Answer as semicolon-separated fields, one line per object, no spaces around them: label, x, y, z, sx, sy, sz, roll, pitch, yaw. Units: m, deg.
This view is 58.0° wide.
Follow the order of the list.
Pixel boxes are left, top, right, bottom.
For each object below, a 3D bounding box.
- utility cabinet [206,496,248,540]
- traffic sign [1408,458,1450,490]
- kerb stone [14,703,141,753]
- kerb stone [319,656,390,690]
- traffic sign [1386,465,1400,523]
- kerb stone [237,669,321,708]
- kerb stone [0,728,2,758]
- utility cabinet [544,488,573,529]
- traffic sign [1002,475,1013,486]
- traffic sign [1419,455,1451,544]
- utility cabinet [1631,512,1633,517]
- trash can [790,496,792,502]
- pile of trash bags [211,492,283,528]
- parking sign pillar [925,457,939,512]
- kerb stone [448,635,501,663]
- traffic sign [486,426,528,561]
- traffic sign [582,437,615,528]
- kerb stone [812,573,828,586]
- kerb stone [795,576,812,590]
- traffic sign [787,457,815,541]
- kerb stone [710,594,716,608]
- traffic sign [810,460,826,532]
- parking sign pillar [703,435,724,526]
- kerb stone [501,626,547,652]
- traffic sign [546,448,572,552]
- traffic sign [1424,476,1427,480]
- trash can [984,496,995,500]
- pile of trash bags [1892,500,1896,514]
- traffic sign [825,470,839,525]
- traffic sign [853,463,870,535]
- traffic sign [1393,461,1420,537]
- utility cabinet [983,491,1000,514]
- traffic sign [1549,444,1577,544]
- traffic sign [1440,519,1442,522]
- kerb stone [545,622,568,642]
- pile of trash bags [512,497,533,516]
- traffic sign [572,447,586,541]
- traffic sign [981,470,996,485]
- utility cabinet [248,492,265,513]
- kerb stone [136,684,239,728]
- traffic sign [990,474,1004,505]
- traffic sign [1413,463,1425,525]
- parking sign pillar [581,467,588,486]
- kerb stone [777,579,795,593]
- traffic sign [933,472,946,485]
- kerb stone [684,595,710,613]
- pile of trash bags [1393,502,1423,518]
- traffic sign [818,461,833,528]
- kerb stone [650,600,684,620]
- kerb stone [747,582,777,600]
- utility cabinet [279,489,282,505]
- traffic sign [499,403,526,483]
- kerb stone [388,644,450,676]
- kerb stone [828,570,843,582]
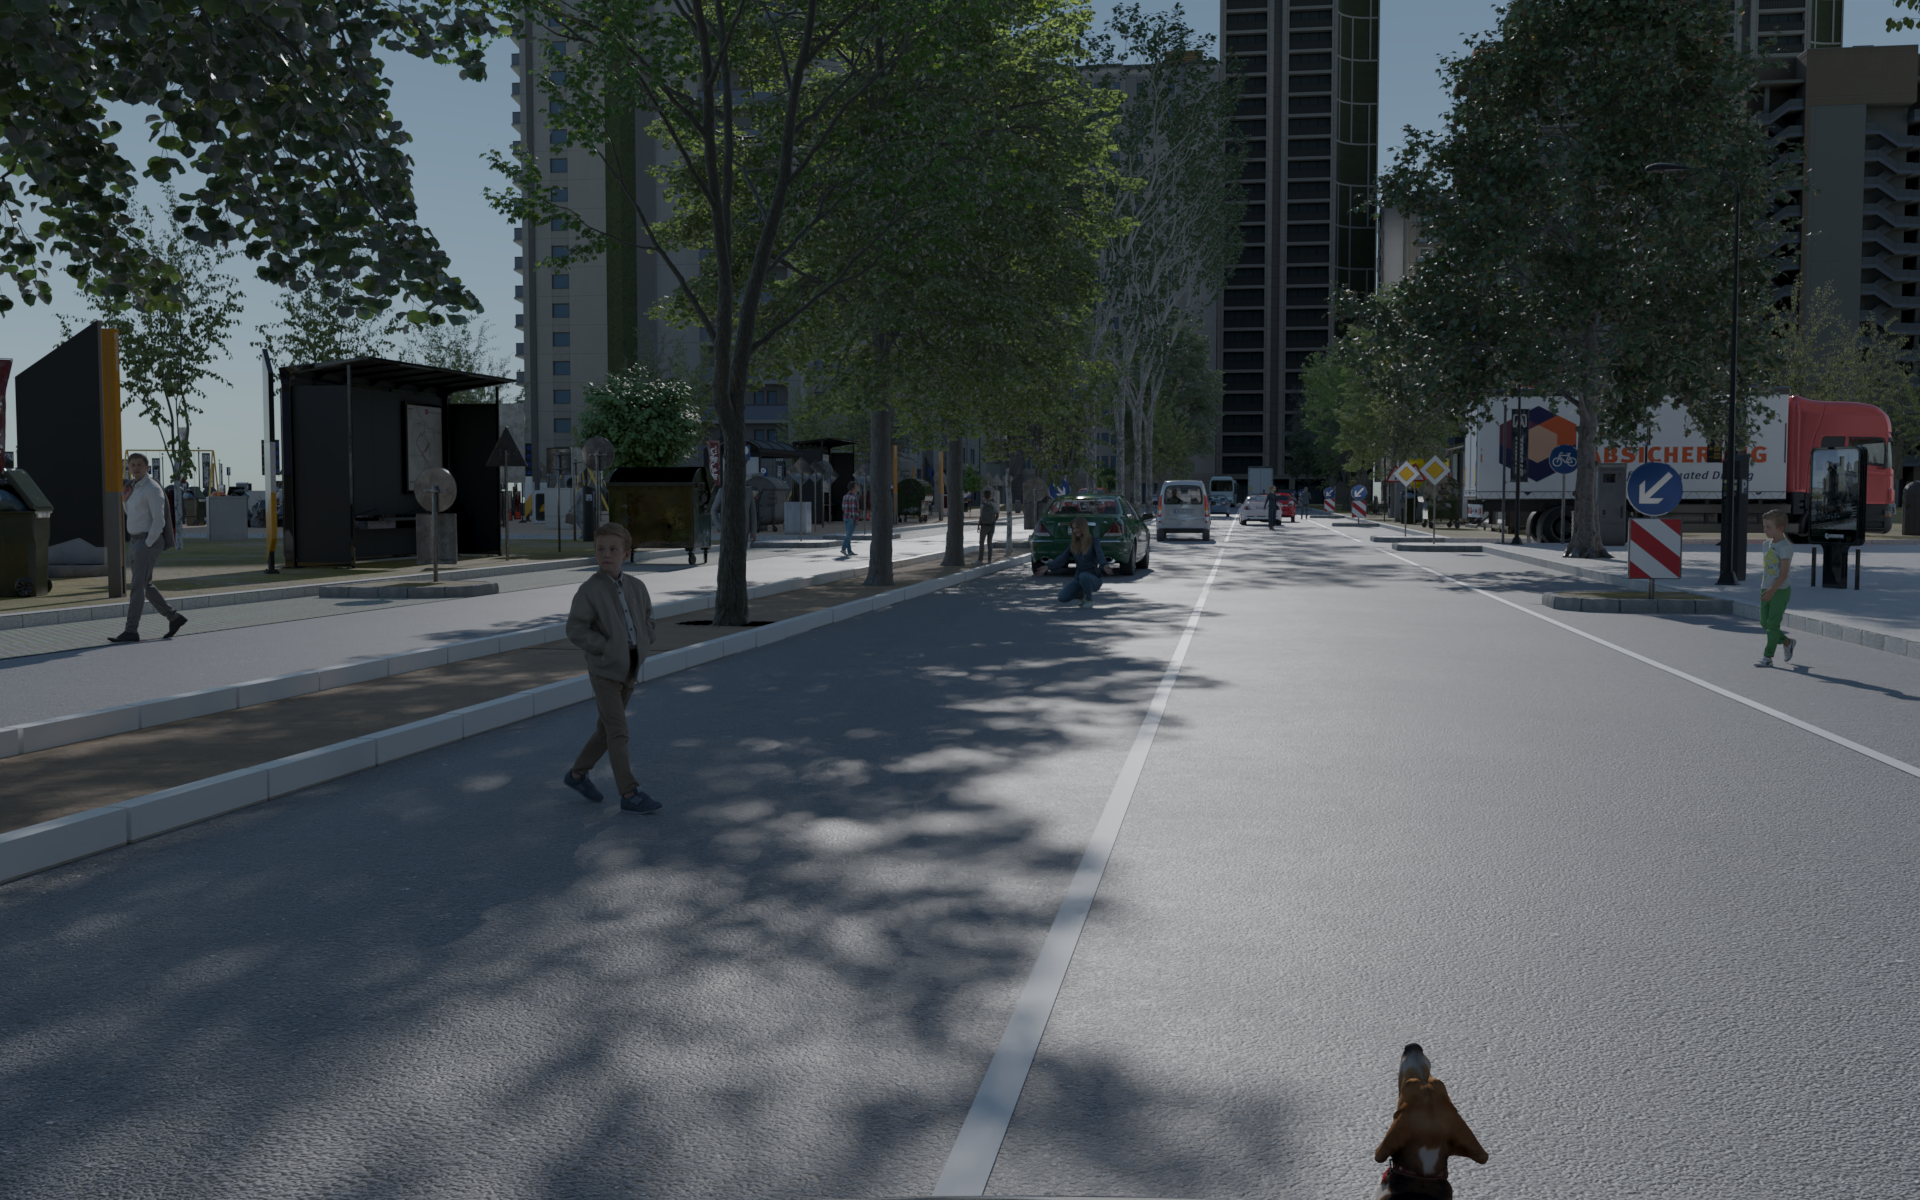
utility cabinet;-20.457;-2.273;48.332;1.020;1.237;0.306;-3;5;-39
traffic sign;26.395;-6.346;97.628;2.265;3.308;0.079;1;4;13
kerb stone;-5.114;0.746;10.001;0.120;0.150;1.000;1;4;9
kerb stone;-4.611;0.564;13.040;0.120;0.150;1.000;1;4;9
traffic sign;19.482;-4.738;77.470;0.884;2.594;0.081;1;4;16
kerb stone;-4.774;0.622;12.031;0.120;0.150;1.000;1;4;9
kerb stone;-5.287;0.808;8.980;0.120;0.150;1.000;1;4;9
utility cabinet;-14.477;-3.306;62.732;1.173;1.500;0.318;2;4;26
traffic sign;3.087;-6.876;112.527;0.768;2.556;0.104;1;4;10
traffic sign;12.112;-2.481;44.213;0.795;2.450;0.064;1;4;9
utility cabinet;25.635;-3.455;65.170;1.173;1.500;0.318;2;4;34
trash can;-11.654;-6.766;122.272;0.748;1.137;0.748;0;3;0
pile of trash bags;-27.130;-3.447;66.114;1.912;1.369;3.447;2;4;24
parking sign pillar;-2.220;-8.425;126.224;1.447;3.967;1.447;1;4;13
kerb stone;-4.278;0.437;15.057;0.120;0.150;1.000;1;4;9
traffic sign;-8.719;-2.036;33.301;0.884;2.594;0.081;1;4;16
traffic sign;-8.018;-2.339;38.346;0.768;2.556;0.104;1;4;11
kerb stone;-2.285;-0.304;27.169;0.120;0.150;1.000;1;4;9
kerb stone;-2.454;-0.242;26.160;0.120;0.150;1.000;1;4;9
traffic sign;-4.308;-2.648;46.930;0.795;2.450;0.064;1;4;9
kerb stone;-3.110;0.007;22.119;0.120;0.150;1.000;1;4;9
traffic sign;-4.933;-3.537;59.012;0.795;2.450;0.064;1;4;15
parking sign pillar;-9.691;-4.983;69.949;1.447;3.967;1.447;0;4;-6
kerb stone;-4.111;0.379;16.069;0.120;0.150;1.000;1;4;9
traffic sign;-8.839;-2.205;38.174;0.606;2.300;0.079;1;4;13
traffic sign;26.441;-5.941;97.247;0.768;2.556;0.104;1;4;11
trash can;2.363;-7.210;129.531;0.748;1.137;0.748;0;3;0
pile of trash bags;57.938;-6.161;110.482;3.447;1.369;1.912;3;5;41
traffic sign;-5.364;-4.291;71.336;0.795;2.450;0.064;1;4;12
traffic sign;-3.010;-3.129;54.809;0.795;2.450;0.064;1;4;9
traffic sign;13.411;-2.963;52.092;0.795;2.450;0.064;1;4;9
utility cabinet;2.061;-6.362;112.695;1.173;1.500;0.318;3;5;44
traffic sign;15.484;-2.711;44.427;0.768;2.556;0.104;1;4;11
traffic sign;21.808;-4.791;78.447;0.768;2.556;0.104;1;4;19
kerb stone;-3.946;0.313;17.078;0.120;0.150;1.000;1;4;9
pile of trash bags;-25.473;-5.709;103.096;3.447;1.369;1.912;1;4;22
traffic sign;-10.528;-2.885;47.275;0.768;2.556;0.104;1;4;15
traffic sign;1.548;-5.817;95.108;0.884;2.594;0.081;1;4;10
utility cabinet;-44.231;-6.148;109.204;1.173;1.500;0.318;-1;4;-10
kerb stone;-4.948;0.684;11.019;0.120;0.150;1.000;1;4;9
traffic sign;2.315;-6.663;108.936;0.884;2.594;0.081;1;4;19
traffic sign;18.954;-4.414;72.165;0.884;2.594;0.081;1;4;17
parking sign pillar;-21.822;-6.848;100.430;1.447;3.967;1.447;-1;4;-14
kerb stone;-2.621;-0.181;25.152;0.120;0.150;1.000;1;4;9
traffic sign;-1.139;-5.939;97.201;0.768;2.556;0.104;1;4;19
kerb stone;-3.284;0.066;21.112;0.120;0.150;1.000;1;4;9
pile of trash bags;23.633;-4.910;90.035;1.912;1.369;3.447;1;4;9
traffic sign;-5.222;-4.027;65.950;0.768;2.556;0.104;1;4;16
kerb stone;-3.448;0.128;20.103;0.120;0.150;1.000;1;4;9
kerb stone;-2.781;-0.118;24.141;0.120;0.150;1.000;1;4;9
utility cabinet;-39.194;-5.591;100.087;0.318;1.500;1.173;-2;4;-34
traffic sign;-10.846;-2.763;39.046;2.265;3.308;0.079;1;4;14
kerb stone;-4.445;0.500;14.049;0.120;0.150;1.000;1;4;9
kerb stone;-2.126;-0.366;28.179;0.120;0.150;1.000;1;4;9
